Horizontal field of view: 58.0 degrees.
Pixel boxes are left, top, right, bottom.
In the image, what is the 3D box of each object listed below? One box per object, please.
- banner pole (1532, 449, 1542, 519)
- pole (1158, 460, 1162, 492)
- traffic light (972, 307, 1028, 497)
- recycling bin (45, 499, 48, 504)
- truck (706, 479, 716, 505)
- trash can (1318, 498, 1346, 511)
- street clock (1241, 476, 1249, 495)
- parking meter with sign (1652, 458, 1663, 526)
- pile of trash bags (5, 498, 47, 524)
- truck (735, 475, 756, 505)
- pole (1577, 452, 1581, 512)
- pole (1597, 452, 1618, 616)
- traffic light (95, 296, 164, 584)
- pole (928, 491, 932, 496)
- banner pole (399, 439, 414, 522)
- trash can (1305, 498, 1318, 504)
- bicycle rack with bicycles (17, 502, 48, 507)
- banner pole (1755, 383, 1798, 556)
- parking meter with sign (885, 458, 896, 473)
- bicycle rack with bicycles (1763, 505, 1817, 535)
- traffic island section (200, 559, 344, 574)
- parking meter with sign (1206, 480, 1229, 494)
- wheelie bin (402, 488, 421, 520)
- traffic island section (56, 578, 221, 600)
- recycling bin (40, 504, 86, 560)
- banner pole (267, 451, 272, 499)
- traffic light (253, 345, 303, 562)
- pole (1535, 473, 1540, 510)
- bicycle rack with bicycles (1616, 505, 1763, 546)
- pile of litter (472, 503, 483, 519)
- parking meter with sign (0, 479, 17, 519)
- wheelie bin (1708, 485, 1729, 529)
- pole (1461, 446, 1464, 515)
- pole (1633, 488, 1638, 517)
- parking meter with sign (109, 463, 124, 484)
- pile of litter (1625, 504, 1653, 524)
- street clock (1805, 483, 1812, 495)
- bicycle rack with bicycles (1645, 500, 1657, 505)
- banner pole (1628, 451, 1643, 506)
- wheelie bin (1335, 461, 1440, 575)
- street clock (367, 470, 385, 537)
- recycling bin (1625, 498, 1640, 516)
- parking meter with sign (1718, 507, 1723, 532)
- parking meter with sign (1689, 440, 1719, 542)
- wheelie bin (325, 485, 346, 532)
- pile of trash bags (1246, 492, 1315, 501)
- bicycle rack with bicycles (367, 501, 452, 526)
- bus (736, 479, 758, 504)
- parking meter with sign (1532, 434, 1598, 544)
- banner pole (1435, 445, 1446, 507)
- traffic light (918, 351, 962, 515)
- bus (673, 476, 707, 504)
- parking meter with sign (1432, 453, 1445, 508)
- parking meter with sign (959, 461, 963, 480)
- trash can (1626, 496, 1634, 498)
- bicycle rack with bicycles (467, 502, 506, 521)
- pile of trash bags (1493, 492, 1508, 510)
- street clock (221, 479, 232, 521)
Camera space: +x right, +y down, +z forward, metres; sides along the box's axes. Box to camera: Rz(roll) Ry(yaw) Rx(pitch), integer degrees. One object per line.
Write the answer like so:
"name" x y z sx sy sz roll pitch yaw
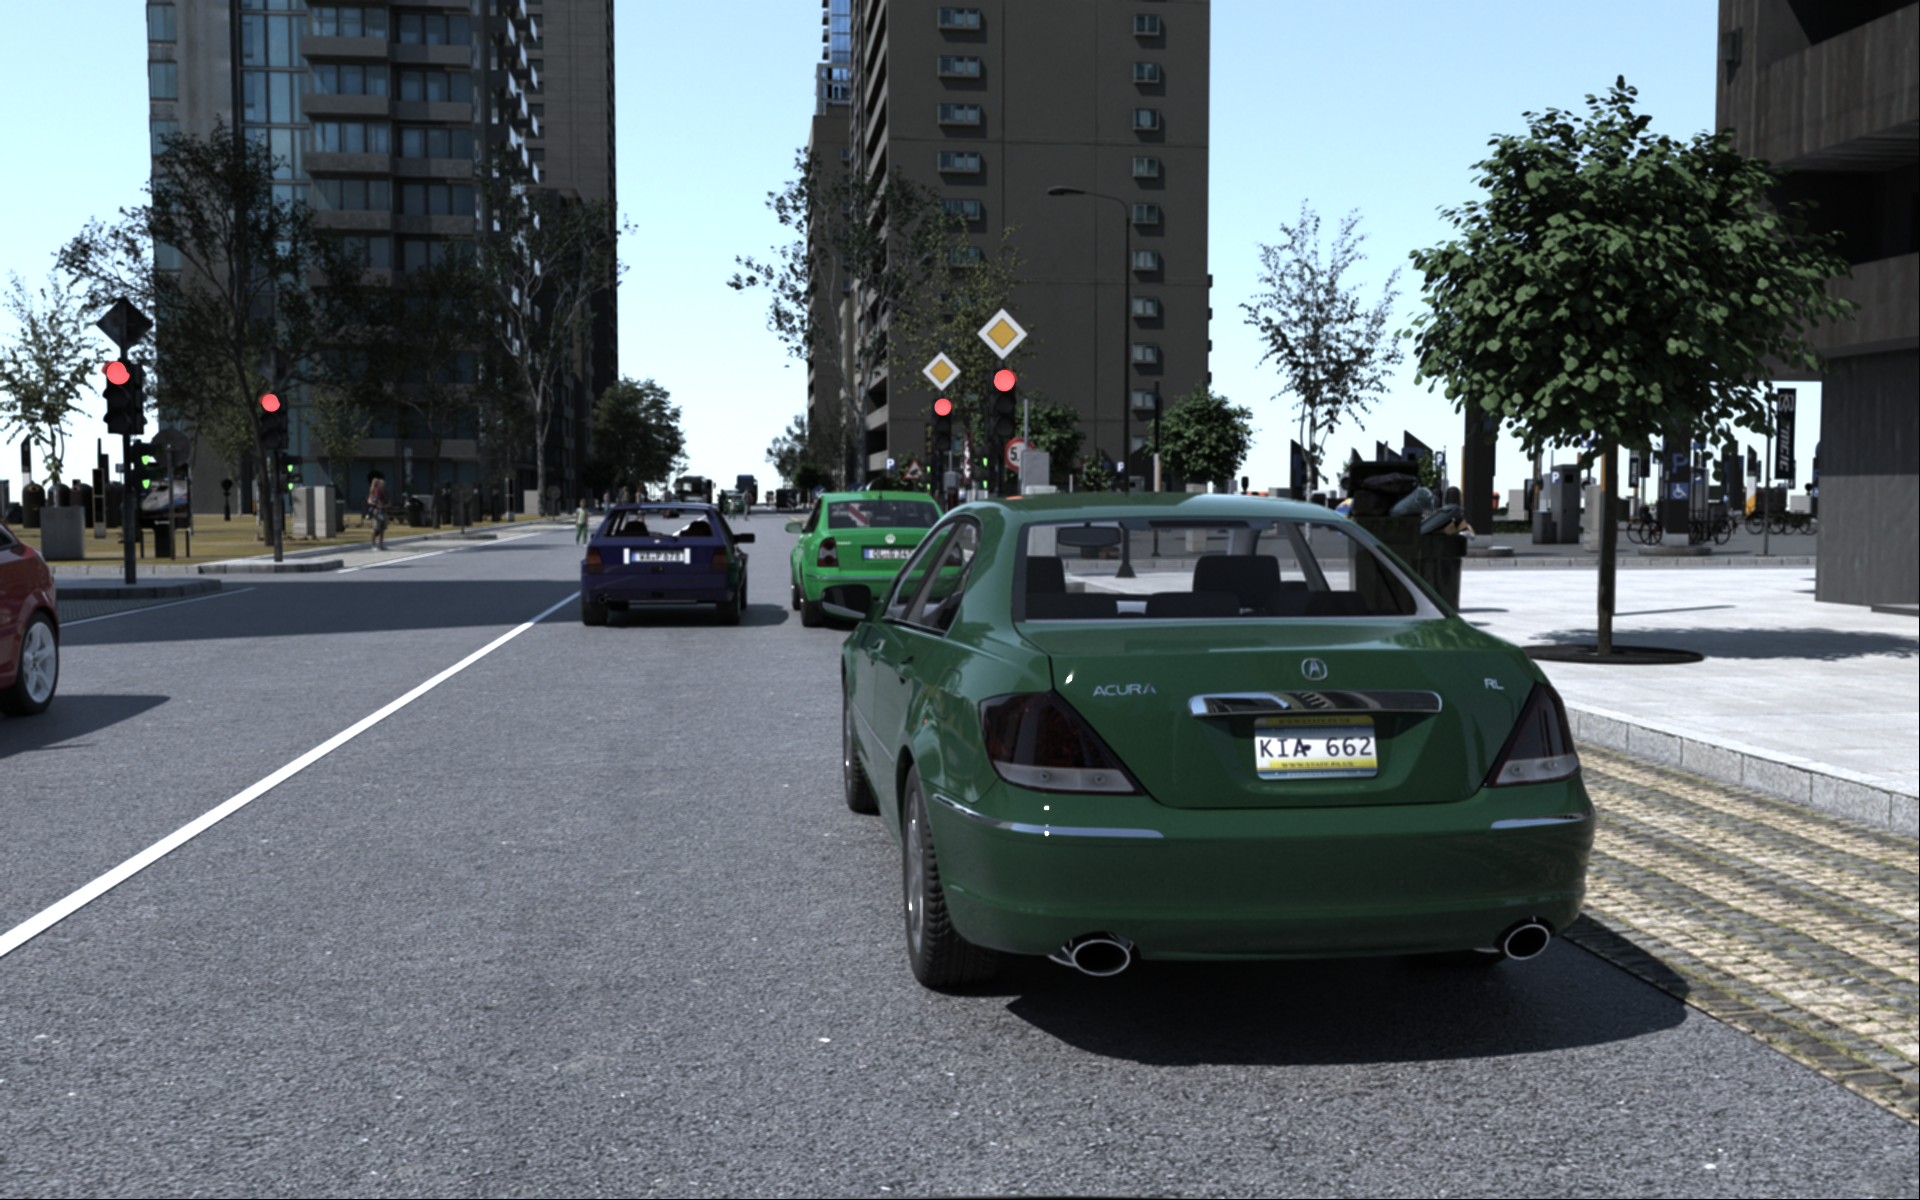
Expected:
"banner pole" 20.347 -4.346 61.077 0.401 3.779 0.863 0 4 -4
"pole" 7.195 -4.208 62.646 0.158 3.312 0.155 0 3 0
"traffic light" 0.613 -2.283 26.245 0.839 4.253 0.868 0 4 -7
"recycling bin" -48.040 -4.793 90.927 0.722 1.027 0.722 1 4 13
"truck" -33.615 -14.067 225.916 3.469 3.379 9.791 -1 4 -8
"trash can" 13.101 -2.978 60.341 0.748 1.137 0.748 0 3 0
"street clock" 11.714 -4.077 71.226 0.358 2.002 0.471 1 4 19
"parking meter with sign" 27.788 -4.391 68.052 0.543 3.016 1.738 0 4 1
"pile of trash bags" -39.990 -3.920 73.838 1.912 1.369 3.447 2 4 24
"truck" -29.248 -15.040 235.663 2.967 4.110 18.799 0 4 -6
"pole" 30.043 -5.520 84.091 0.158 3.312 0.155 0 3 0
"pole" 6.818 -1.489 18.181 0.158 3.312 0.155 0 3 0
"traffic light" -11.848 -2.186 24.661 0.839 4.253 0.868 0 4 -7
"pole" -1.021 -4.063 60.273 0.158 3.312 0.155 0 3 0
"banner pole" -25.334 -5.452 79.153 0.401 3.779 0.863 3 5 41
"trash can" 13.267 -3.249 64.773 0.748 1.137 0.748 0 3 0
"bicycle rack with bicycles" -42.755 -4.121 80.761 2.852 0.926 2.925 0 4 2
"banner pole" 16.969 -2.808 35.936 0.863 3.779 0.401 -1 4 -13
"parking meter with sign" -3.061 -5.448 85.328 0.543 3.016 1.738 1 4 23
"bicycle rack with bicycles" 26.192 -2.571 55.421 2.852 0.926 2.925 -2 4 -30
"traffic island section" -12.889 -0.638 32.713 2.009 0.180 2.903 0 4 -7
"parking meter with sign" 13.044 -5.523 86.562 1.738 3.016 0.543 -1 4 -23
"wheelie bin" -26.732 -4.683 84.468 0.980 1.594 0.693 -3 4 -36
"traffic island section" -11.889 -0.153 24.790 2.009 0.180 2.903 0 4 -7
"recycling bin" -17.555 -1.306 33.909 0.722 1.027 0.722 -1 4 -22
"banner pole" -40.477 -6.824 101.589 0.401 3.779 0.863 -3 5 -44
"traffic light" -12.848 -2.670 32.583 0.839 4.253 0.868 0 4 -7
"pole" 23.937 -4.772 71.862 0.158 3.312 0.155 0 3 0
"bicycle rack with bicycles" 18.242 -1.885 44.206 2.925 0.926 2.852 0 4 -5
"pile of litter" -25.695 -4.691 90.657 1.176 0.858 1.719 -3 5 -39
"parking meter with sign" -49.146 -5.656 88.731 1.738 3.016 0.543 0 4 3
"wheelie bin" 27.496 -3.369 62.984 0.693 1.594 0.980 -3 5 -43
"pole" 21.320 -4.860 73.310 0.158 3.312 0.155 0 3 0
"pole" 34.891 -5.842 89.360 0.158 3.312 0.155 0 3 0
"parking meter with sign" -48.331 -6.288 99.062 1.738 3.016 0.543 3 5 41
"pile of litter" 28.941 -3.668 73.938 1.719 0.858 1.176 -2 4 -35
"street clock" 56.635 -6.790 115.583 0.358 2.002 0.471 -1 4 -21
"bicycle rack with bicycles" 45.048 -6.005 111.567 2.925 0.926 2.852 1 4 15
"banner pole" 32.396 -5.676 82.821 0.863 3.779 0.401 1 4 12
"wheelie bin" 4.078 -0.528 16.539 0.980 1.594 0.693 0 4 5
"street clock" -17.589 -2.915 52.223 0.471 2.002 0.358 0 4 -4
"recycling bin" 39.168 -5.408 100.969 0.722 1.027 0.722 -3 5 -44
"parking meter with sign" 24.668 -3.772 57.936 1.738 3.016 0.543 -1 4 -13
"parking meter with sign" 20.179 -3.119 47.257 0.543 3.016 1.738 2 4 32
"wheelie bin" -21.212 -3.090 58.423 0.693 1.594 0.980 1 4 13
"pile of trash bags" 13.342 -3.749 71.053 1.912 1.369 3.447 -2 4 -32
"bicycle rack with bicycles" -22.860 -3.534 71.168 2.925 0.926 2.852 1 4 20
"bus" -31.032 -15.966 252.587 2.896 3.916 12.252 -1 4 -9
"parking meter with sign" 15.524 -2.950 44.493 1.738 3.016 0.543 -2 4 -25
"banner pole" 24.741 -6.061 89.112 0.863 3.779 0.401 -2 4 -26
"traffic light" -0.387 -2.767 34.167 0.839 4.253 0.868 0 4 -7
"bus" -26.014 -10.572 167.706 2.948 3.499 13.247 0 4 -6
"parking meter with sign" 19.710 -4.739 73.735 1.738 3.016 0.543 -1 4 -16
"parking meter with sign" -0.318 -5.247 82.045 0.543 3.016 1.738 3 5 42
"trash can" 44.879 -6.371 115.823 0.748 1.137 0.748 0 3 0
"bicycle rack with bicycles" -22.785 -4.184 81.784 2.925 0.926 2.852 -1 4 -15
"pile of trash bags" 29.250 -4.968 90.983 1.912 1.369 3.447 -3 5 -39
"street clock" -35.142 -4.798 83.020 0.358 2.002 0.471 2 4 32
